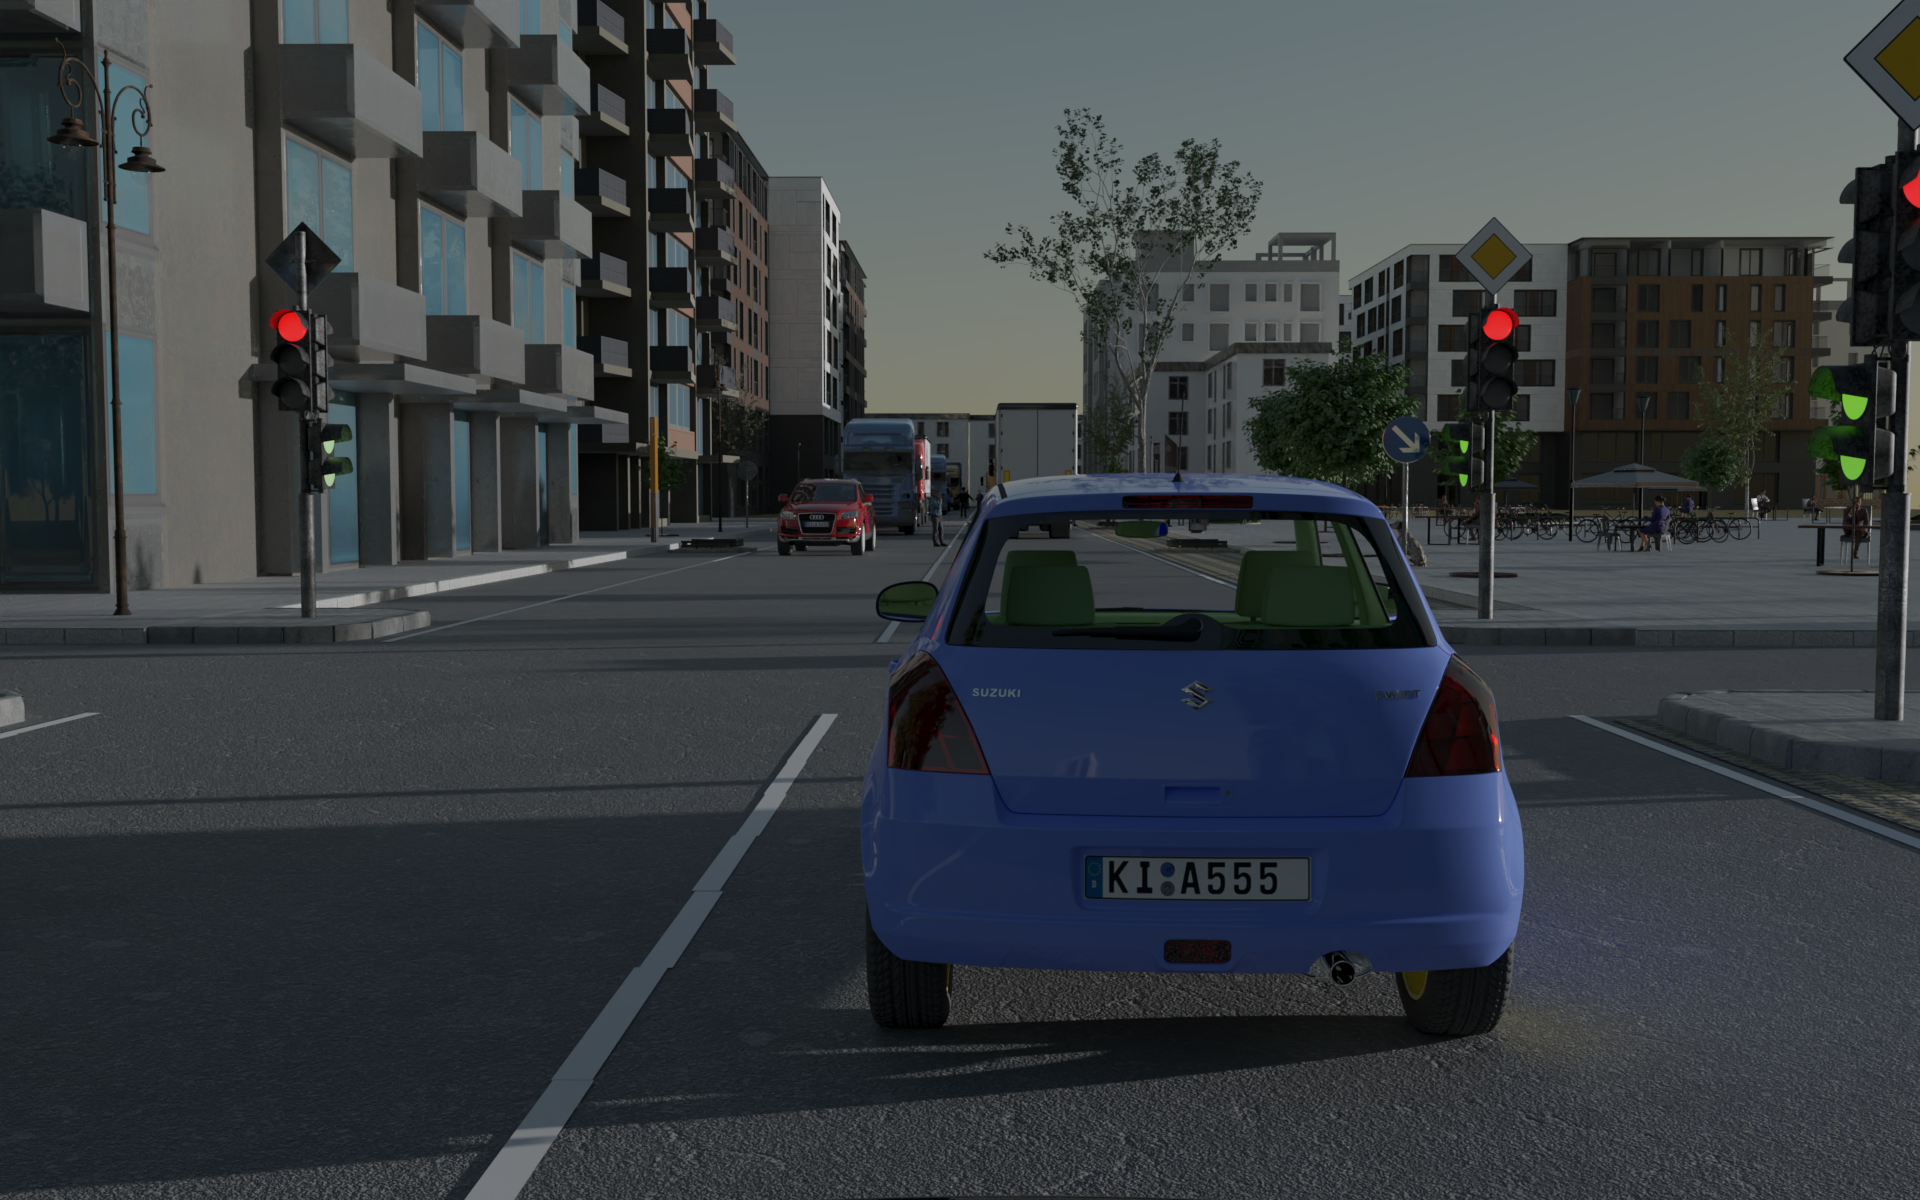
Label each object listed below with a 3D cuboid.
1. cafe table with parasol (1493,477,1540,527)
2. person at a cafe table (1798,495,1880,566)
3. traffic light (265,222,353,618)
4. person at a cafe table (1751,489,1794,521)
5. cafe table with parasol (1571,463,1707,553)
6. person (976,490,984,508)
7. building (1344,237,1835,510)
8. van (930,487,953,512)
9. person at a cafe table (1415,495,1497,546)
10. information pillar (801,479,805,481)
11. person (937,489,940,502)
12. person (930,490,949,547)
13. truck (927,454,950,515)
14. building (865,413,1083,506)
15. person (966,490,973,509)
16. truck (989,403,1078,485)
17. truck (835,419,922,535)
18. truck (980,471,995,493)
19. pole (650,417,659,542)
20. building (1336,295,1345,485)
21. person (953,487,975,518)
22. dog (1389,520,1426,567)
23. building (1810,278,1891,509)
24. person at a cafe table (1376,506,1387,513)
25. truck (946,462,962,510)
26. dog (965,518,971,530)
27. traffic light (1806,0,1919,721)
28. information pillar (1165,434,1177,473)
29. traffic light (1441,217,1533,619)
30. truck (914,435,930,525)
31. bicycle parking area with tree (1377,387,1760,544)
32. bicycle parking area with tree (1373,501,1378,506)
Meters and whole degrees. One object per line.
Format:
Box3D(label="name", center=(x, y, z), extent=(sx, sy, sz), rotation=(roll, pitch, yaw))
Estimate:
Box3D(label="cafe table with parasol", center=(20.419, -3.663, 64.747), extent=(2.610, 1.966, 2.610), rotation=(-2, 4, -32))
Box3D(label="person at a cafe table", center=(16.032, -1.233, 31.016), extent=(1.698, 1.238, 1.726), rotation=(2, 4, 31))
Box3D(label="traffic light", center=(-6.762, -1.773, 17.913), extent=(0.839, 4.253, 0.868), rotation=(0, 4, 1))
Box3D(label="person at a cafe table", center=(39.395, -4.640, 84.371), extent=(1.698, 1.524, 1.622), rotation=(-2, 4, -34))
Box3D(label="cafe table with parasol", center=(15.044, -2.069, 38.693), extent=(2.610, 1.966, 2.610), rotation=(2, 4, 30))
Box3D(label="person", center=(1.357, -6.715, 119.215), extent=(0.541, 1.710, 0.530), rotation=(3, 4, 36))
Box3D(label="building", center=(53.156, -18.832, 151.873), extent=(32.646, 21.610, 27.936), rotation=(0, 4, 1))
Box3D(label="van", center=(-1.705, -8.439, 142.356), extent=(2.240, 2.365, 5.245), rotation=(0, 4, 0))
Box3D(label="person at a cafe table", center=(12.680, -1.995, 43.476), extent=(1.698, 1.238, 1.726), rotation=(-2, 4, -29))
Box3D(label="information pillar", center=(-7.693, -4.960, 85.596), extent=(0.304, 2.012, 0.304), rotation=(-1, 4, -10))
Box3D(label="person", center=(-1.278, -5.982, 107.022), extent=(0.721, 1.743, 1.217), rotation=(-1, 4, -14))
Box3D(label="person", center=(-0.599, -2.207, 46.797), extent=(0.499, 1.552, 0.429), rotation=(-3, 5, -45))
Box3D(label="truck", center=(-2.115, -8.172, 123.364), extent=(2.967, 4.110, 18.799), rotation=(0, 3, 0))
Box3D(label="building", center=(0.980, -14.795, 184.045), extent=(28.070, 9.664, 9.099), rotation=(0, 4, 1))
Box3D(label="person", center=(0.734, -9.567, 164.934), extent=(0.705, 1.822, 1.348), rotation=(3, 5, 42))
Box3D(label="truck", center=(2.426, -4.271, 58.748), extent=(2.839, 4.237, 11.283), rotation=(0, 4, 1))
Box3D(label="truck", center=(-2.847, -4.764, 67.651), extent=(2.967, 4.110, 18.799), rotation=(0, 4, 0))
Box3D(label="truck", center=(3.479, -9.025, 143.477), extent=(3.469, 3.379, 9.791), rotation=(0, 4, 0))
Box3D(label="pole", center=(-8.101, -3.181, 45.860), extent=(0.158, 3.312, 0.155), rotation=(0, 3, 0))
Box3D(label="building", center=(31.468, -21.284, 191.961), extent=(32.646, 21.610, 27.936), rotation=(0, 4, 1))
Box3D(label="person", center=(0.223, -5.838, 103.575), extent=(1.348, 1.869, 0.705), rotation=(1, 4, 15))
Box3D(label="dog", center=(8.050, -0.998, 30.705), extent=(0.513, 0.831, 0.800), rotation=(-1, 4, -23))
Box3D(label="building", center=(75.267, -18.454, 158.146), extent=(11.380, 20.091, 16.016), rotation=(0, 4, 1))
Box3D(label="person at a cafe table", center=(18.880, -4.299, 81.149), extent=(1.726, 1.238, 1.698), rotation=(2, 4, 31))
Box3D(label="truck", center=(-1.158, -10.184, 155.419), extent=(2.839, 4.237, 11.283), rotation=(0, 4, 1))
Box3D(label="dog", center=(0.504, -2.890, 66.537), extent=(0.540, 0.507, 0.406), rotation=(-1, 4, -15))
Box3D(label="traffic light", center=(5.276, -1.274, 9.759), extent=(0.839, 4.253, 0.868), rotation=(0, 4, 1))
Box3D(label="information pillar", center=(8.189, -4.652, 67.422), extent=(0.504, 3.616, 0.183), rotation=(1, 4, 12))
Box3D(label="traffic light", center=(5.398, -1.763, 17.743), extent=(0.839, 4.253, 0.868), rotation=(0, 4, 1))
Box3D(label="truck", center=(-2.808, -5.836, 84.334), extent=(2.839, 4.237, 11.283), rotation=(0, 4, 0))
Box3D(label="bicycle parking area with tree", center=(18.155, -3.784, 48.876), extent=(8.231, 4.147, 9.016), rotation=(-3, 4, -36))
Box3D(label="bicycle parking area with tree", center=(23.828, -6.102, 86.775), extent=(9.016, 4.147, 8.231), rotation=(-3, 4, -36))
